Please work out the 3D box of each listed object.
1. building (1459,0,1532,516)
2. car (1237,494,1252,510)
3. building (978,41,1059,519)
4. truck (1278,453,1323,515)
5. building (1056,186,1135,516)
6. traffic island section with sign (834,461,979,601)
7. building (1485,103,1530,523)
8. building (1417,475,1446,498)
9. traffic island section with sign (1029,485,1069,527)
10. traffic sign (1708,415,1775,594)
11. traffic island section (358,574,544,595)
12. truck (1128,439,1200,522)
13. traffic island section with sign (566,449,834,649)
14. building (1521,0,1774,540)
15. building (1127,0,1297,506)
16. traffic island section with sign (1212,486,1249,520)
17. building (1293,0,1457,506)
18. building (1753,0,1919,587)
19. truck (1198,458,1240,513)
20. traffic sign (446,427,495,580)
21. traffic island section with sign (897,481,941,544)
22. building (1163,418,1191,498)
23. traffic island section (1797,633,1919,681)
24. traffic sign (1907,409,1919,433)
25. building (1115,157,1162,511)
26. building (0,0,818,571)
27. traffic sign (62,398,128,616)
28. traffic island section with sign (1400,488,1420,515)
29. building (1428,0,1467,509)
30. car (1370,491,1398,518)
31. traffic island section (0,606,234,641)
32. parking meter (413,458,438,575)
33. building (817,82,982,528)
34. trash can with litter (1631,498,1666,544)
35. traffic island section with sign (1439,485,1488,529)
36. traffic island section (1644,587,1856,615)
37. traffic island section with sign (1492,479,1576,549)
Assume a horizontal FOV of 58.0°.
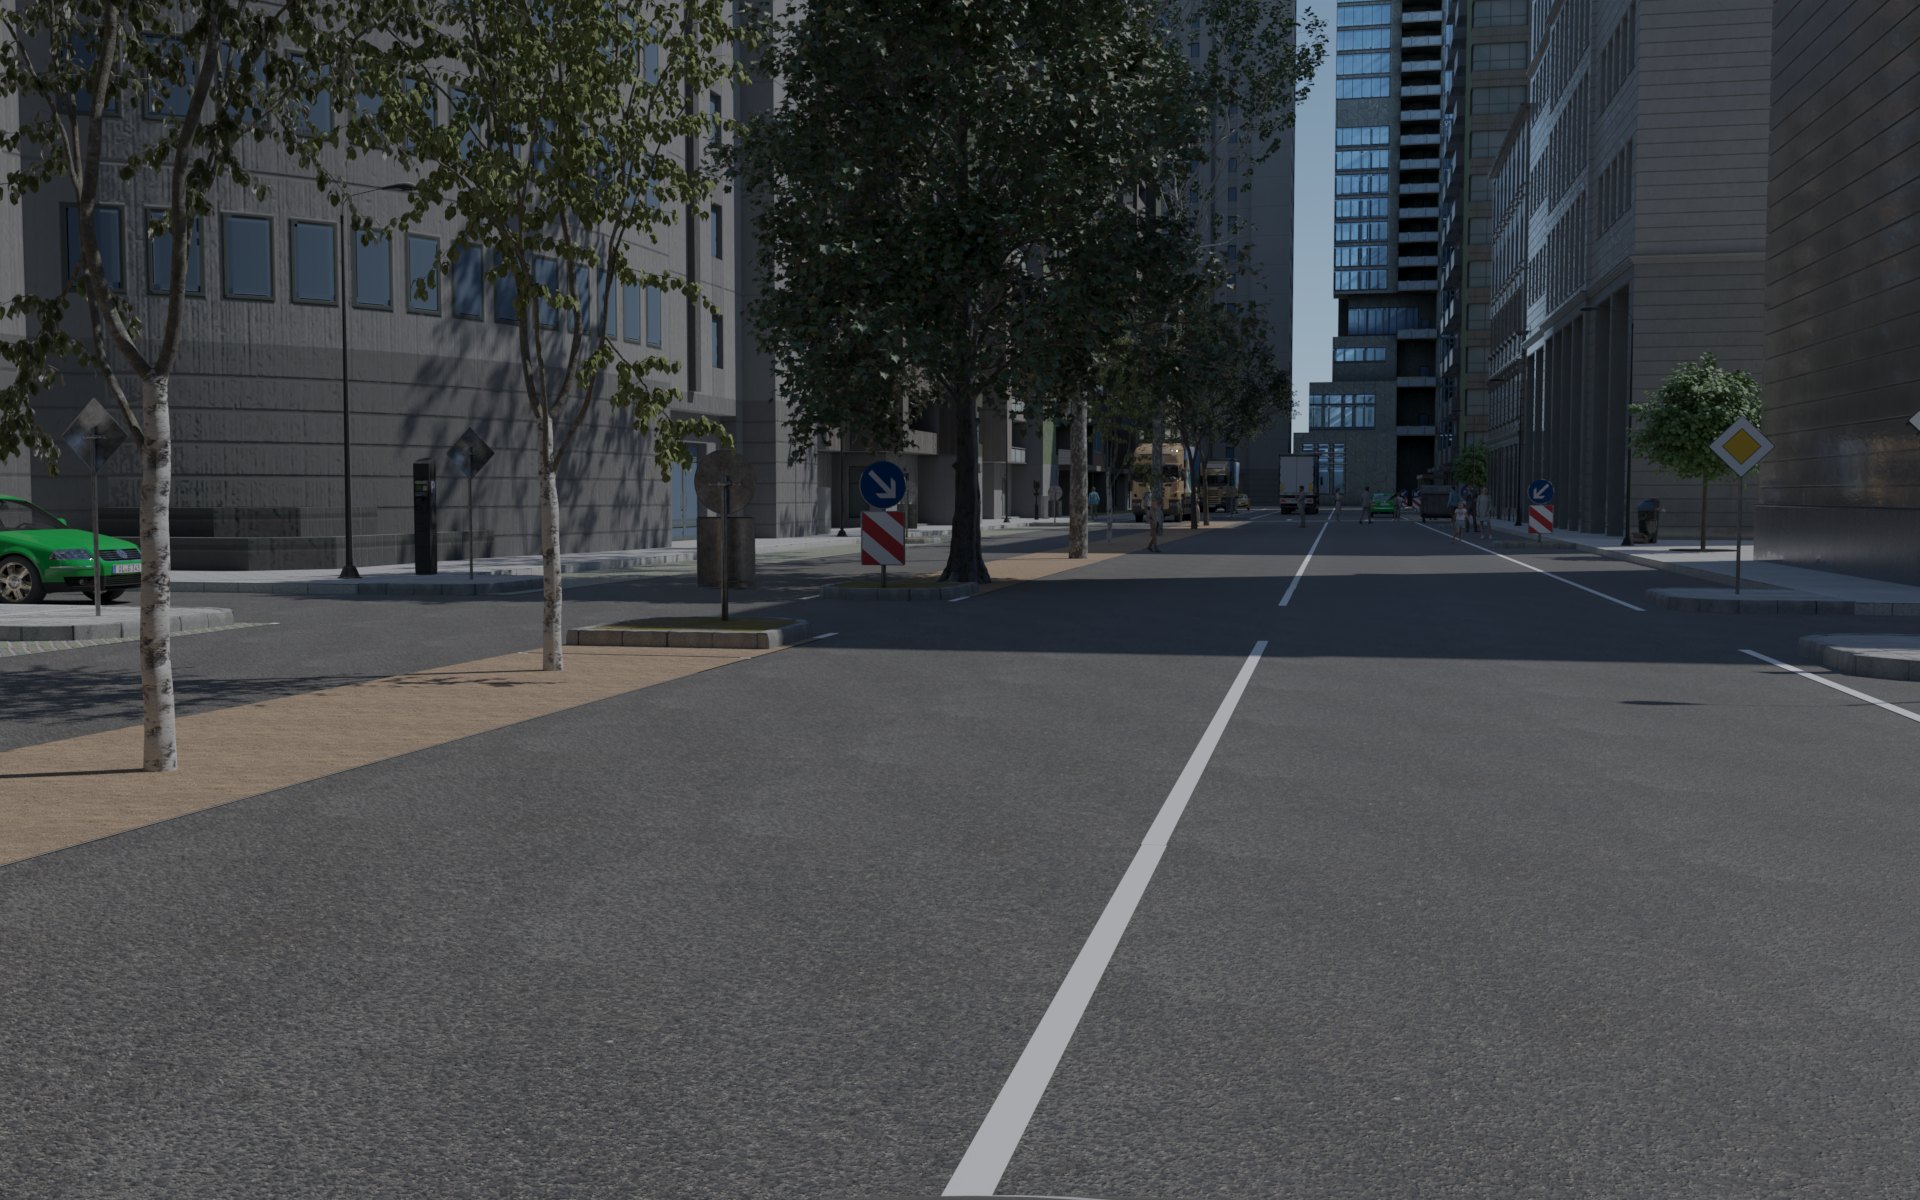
[{"bbox_3d":[38.446,-25.922,107.415,14.154,41.232,14.086,1,4,12],"label":"building"},{"bbox_3d":[25.045,-8.843,154.813,2.015,1.641,3.980,1,4,10],"label":"car"},{"bbox_3d":[-2.836,-24.871,90.234,14.154,41.232,14.086,1,4,12],"label":"building"},{"bbox_3d":[24.455,-8.288,124.418,2.839,4.237,11.283,1,4,14],"label":"truck"},{"bbox_3d":[-0.219,-28.187,115.482,22.147,44.769,28.867,1,4,12],"label":"building"},{"bbox_3d":[-0.913,-0.984,24.226,2.006,1.907,1.989,1,4,12],"label":"traffic island section with sign"},{"bbox_3d":[31.480,-14.414,84.819,9.793,20.994,18.267,1,4,12],"label":"building"},{"bbox_3d":[57.742,-28.255,153.844,32.217,40.220,23.993,1,4,12],"label":"building"},{"bbox_3d":[4.191,-4.165,76.725,1.989,1.847,2.006,1,4,12],"label":"traffic island section with sign"},{"bbox_3d":[9.947,-1.129,22.106,0.795,2.450,0.064,1,4,12],"label":"traffic sign"},{"bbox_3d":[-7.352,-0.227,25.993,2.009,0.180,2.903,1,4,12],"label":"traffic island section"},{"bbox_3d":[10.850,-6.237,90.887,2.839,4.237,11.283,1,4,13],"label":"truck"},{"bbox_3d":[-2.519,-0.542,16.994,2.006,1.907,1.989,1,4,12],"label":"traffic island section with sign"},{"bbox_3d":[27.184,-17.336,60.931,11.434,29.767,29.804,1,4,12],"label":"building"},{"bbox_3d":[22.632,-39.742,191.778,28.212,58.520,21.231,1,4,12],"label":"building"},{"bbox_3d":[15.278,-5.472,97.606,2.006,1.907,1.989,1,4,12],"label":"traffic island section with sign"},{"bbox_3d":[52.307,-53.419,186.066,31.000,86.520,22.319,1,4,12],"label":"building"},{"bbox_3d":[25.941,-13.895,24.443,25.104,27.353,12.463,1,4,12],"label":"building"},{"bbox_3d":[20.492,-9.087,137.485,2.839,4.237,11.283,1,4,14],"label":"truck"},{"bbox_3d":[-7.328,-1.363,25.926,0.795,2.450,0.064,1,4,12],"label":"traffic sign"},{"bbox_3d":[-1.626,-2.555,50.403,1.989,1.847,2.006,1,4,12],"label":"traffic island section with sign"},{"bbox_3d":[6.297,-19.526,164.289,28.899,21.520,27.650,1,4,12],"label":"building"},{"bbox_3d":[8.251,0.483,14.380,2.009,0.180,2.903,1,4,12],"label":"traffic island section"},{"bbox_3d":[8.226,-0.652,14.308,0.795,2.450,0.064,1,4,12],"label":"traffic sign"},{"bbox_3d":[8.129,-22.304,136.375,14.160,30.474,14.107,1,4,12],"label":"building"},{"bbox_3d":[-17.679,-30.494,40.583,21.231,58.520,28.212,1,4,12],"label":"building"},{"bbox_3d":[-9.049,-0.886,18.128,0.795,2.450,0.064,1,4,12],"label":"traffic sign"},{"bbox_3d":[31.924,-6.906,121.546,1.989,1.847,2.006,1,4,12],"label":"traffic island section with sign"},{"bbox_3d":[47.611,-31.090,127.924,23.786,49.044,30.456,1,4,12],"label":"building"},{"bbox_3d":[26.134,-5.995,106.806,1.959,1.807,4.718,1,4,12],"label":"car"},{"bbox_3d":[-9.074,0.250,18.195,2.009,0.180,2.903,1,4,12],"label":"traffic island section"},{"bbox_3d":[-8.503,-1.335,27.539,0.255,1.863,0.399,0,4,2],"label":"parking meter"},{"bbox_3d":[-7.372,-18.182,68.976,14.160,30.474,14.107,1,4,12],"label":"building"},{"bbox_3d":[17.763,-2.041,44.762,0.624,1.170,1.055,3,5,39],"label":"trash can with litter"},{"bbox_3d":[21.105,-3.908,72.521,1.989,1.847,2.006,1,4,12],"label":"traffic island section with sign"},{"bbox_3d":[9.972,0.006,22.178,2.009,0.180,2.903,1,4,12],"label":"traffic island section"},{"bbox_3d":[15.290,-2.298,46.198,1.989,1.847,2.006,1,4,12],"label":"traffic island section with sign"}]
